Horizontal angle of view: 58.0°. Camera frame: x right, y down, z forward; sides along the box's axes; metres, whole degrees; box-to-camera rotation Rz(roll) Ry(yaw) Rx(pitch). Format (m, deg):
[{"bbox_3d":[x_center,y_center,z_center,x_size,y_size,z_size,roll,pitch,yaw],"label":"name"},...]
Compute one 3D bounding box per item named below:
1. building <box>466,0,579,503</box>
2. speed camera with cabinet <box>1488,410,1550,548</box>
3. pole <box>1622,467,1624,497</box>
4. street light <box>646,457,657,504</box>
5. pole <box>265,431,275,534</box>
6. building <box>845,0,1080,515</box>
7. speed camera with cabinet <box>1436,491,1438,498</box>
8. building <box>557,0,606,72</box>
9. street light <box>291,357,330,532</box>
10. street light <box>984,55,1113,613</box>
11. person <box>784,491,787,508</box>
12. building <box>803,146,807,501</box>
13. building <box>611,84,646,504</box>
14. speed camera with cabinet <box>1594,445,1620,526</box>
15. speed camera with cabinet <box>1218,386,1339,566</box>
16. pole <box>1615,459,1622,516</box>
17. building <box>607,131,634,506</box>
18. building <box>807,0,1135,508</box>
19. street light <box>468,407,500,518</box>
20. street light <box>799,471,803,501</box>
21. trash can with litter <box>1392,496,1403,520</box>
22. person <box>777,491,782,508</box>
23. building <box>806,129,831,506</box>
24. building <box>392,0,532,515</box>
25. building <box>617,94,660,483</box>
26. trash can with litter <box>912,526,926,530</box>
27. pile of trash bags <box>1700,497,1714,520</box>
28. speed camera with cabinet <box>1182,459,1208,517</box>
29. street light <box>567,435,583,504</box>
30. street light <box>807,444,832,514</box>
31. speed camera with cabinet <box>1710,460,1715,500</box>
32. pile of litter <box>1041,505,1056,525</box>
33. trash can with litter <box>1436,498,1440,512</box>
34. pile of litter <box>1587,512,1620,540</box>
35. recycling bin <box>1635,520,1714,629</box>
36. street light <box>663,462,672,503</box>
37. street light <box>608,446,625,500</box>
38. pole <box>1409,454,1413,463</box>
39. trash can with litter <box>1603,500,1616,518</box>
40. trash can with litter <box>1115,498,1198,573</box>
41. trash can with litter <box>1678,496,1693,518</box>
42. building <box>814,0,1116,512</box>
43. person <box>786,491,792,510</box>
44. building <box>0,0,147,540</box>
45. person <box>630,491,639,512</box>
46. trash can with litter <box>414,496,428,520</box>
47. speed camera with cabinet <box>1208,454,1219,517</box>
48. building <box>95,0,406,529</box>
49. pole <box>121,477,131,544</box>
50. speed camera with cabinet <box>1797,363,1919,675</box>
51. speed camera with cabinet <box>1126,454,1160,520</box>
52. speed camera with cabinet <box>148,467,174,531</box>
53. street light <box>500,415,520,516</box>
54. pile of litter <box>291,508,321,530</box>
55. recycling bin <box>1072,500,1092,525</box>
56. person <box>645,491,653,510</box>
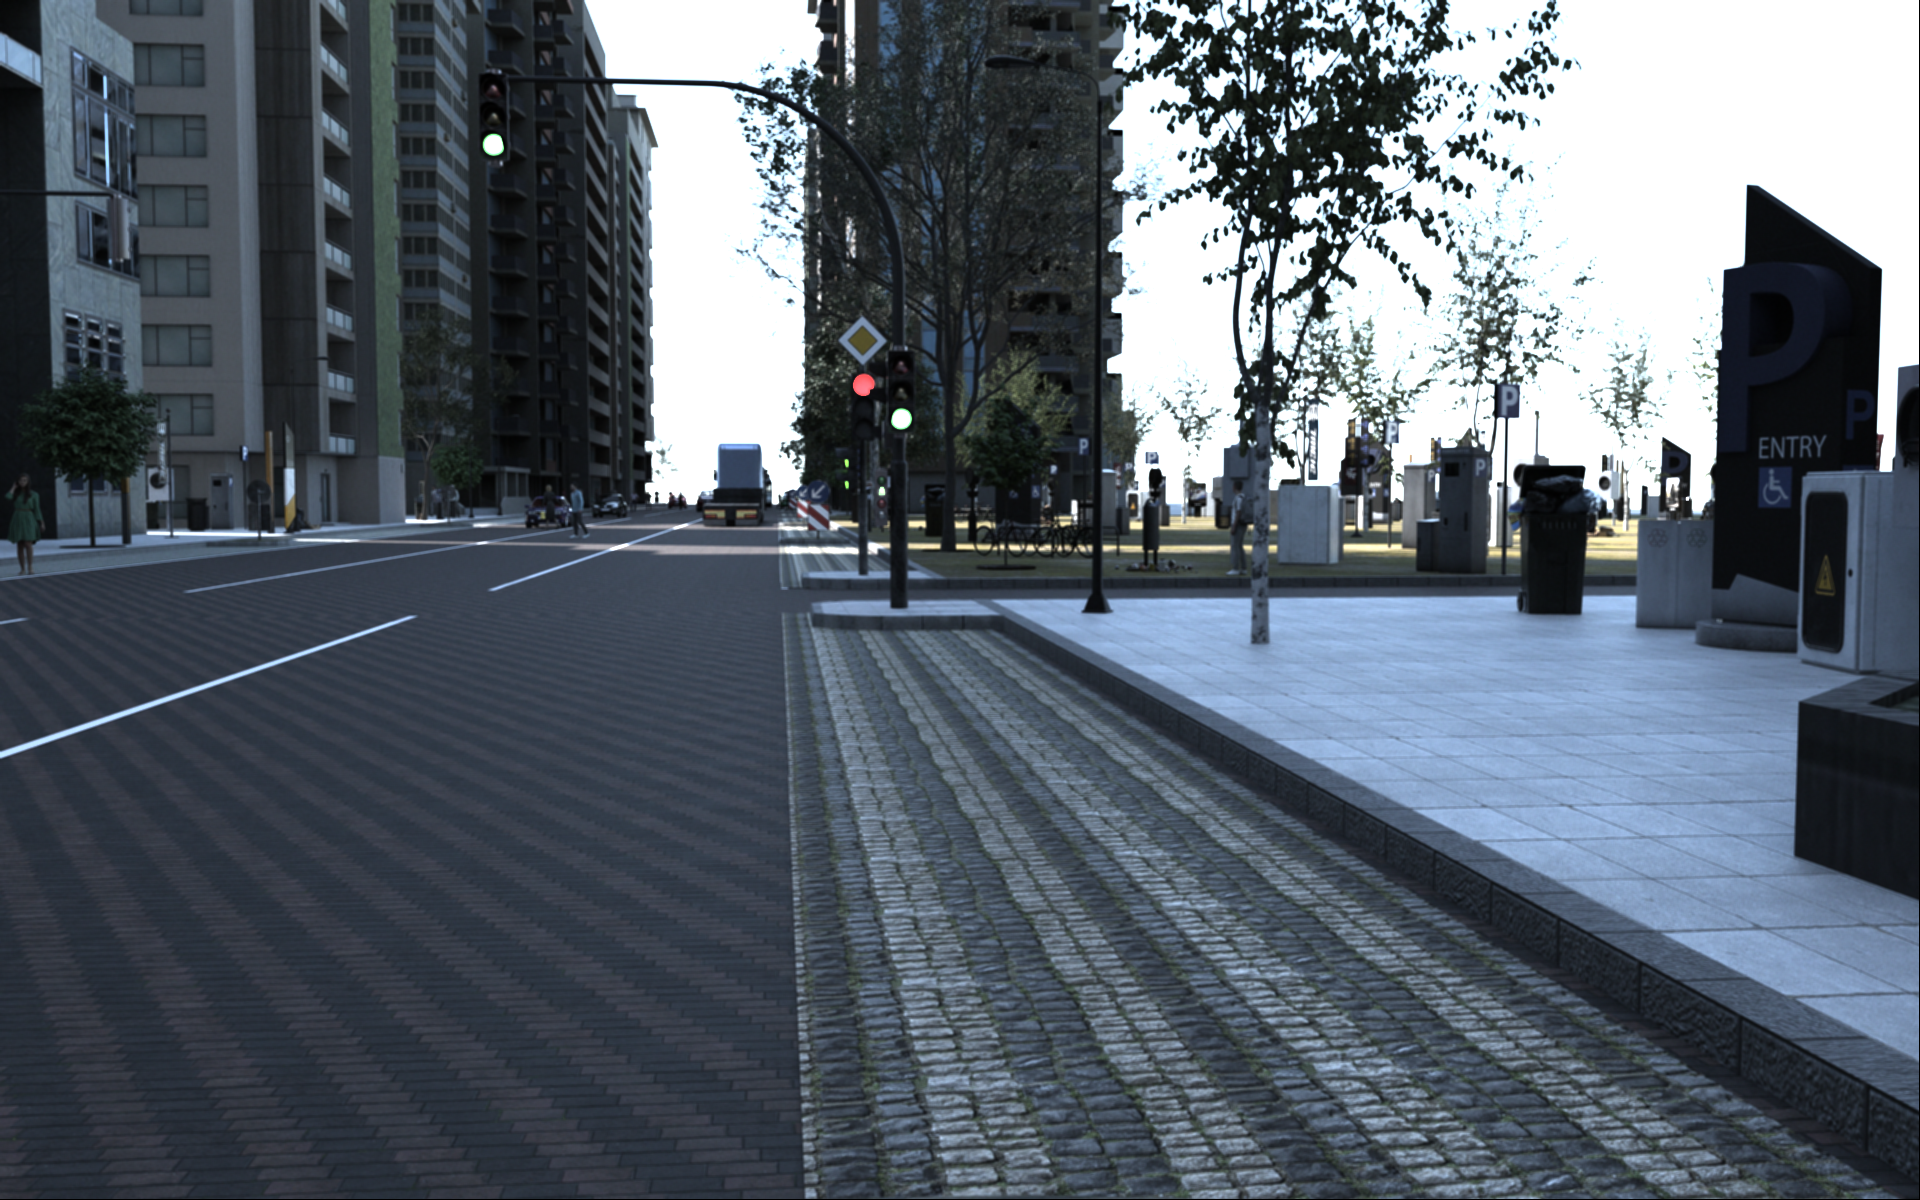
[{"bbox_3d":[-42.539,-29.522,137.304,22.147,44.769,28.867,0,4,-6],"label":"building"},{"bbox_3d":[13.053,-2.871,41.269,0.660,3.252,2.038,-2,4,-30],"label":"speed camera with cabinet"},{"bbox_3d":[40.579,-6.869,106.154,0.158,3.312,0.155,0,3,0],"label":"pole"},{"bbox_3d":[-38.853,-15.019,218.103,1.470,5.913,1.316,0,4,-6],"label":"street light"},{"bbox_3d":[-22.369,-3.810,56.142,0.158,3.312,0.155,0,3,0],"label":"pole"},{"bbox_3d":[-0.334,-28.386,114.223,14.600,45.320,14.200,0,4,-6],"label":"building"},{"bbox_3d":[27.830,-6.628,102.709,2.038,3.252,0.660,-3,4,-36],"label":"speed camera with cabinet"},{"bbox_3d":[-44.734,-32.941,162.284,21.300,48.544,21.600,0,4,-6],"label":"building"},{"bbox_3d":[-21.977,-5.262,58.575,1.470,5.913,1.316,0,4,-6],"label":"street light"},{"bbox_3d":[0.952,-2.815,18.572,1.470,5.913,1.316,0,4,-6],"label":"street light"},{"bbox_3d":[-17.626,-10.162,175.372,1.217,1.743,0.721,-1,4,-12],"label":"person"},{"bbox_3d":[-9.873,-37.035,229.230,21.300,48.544,21.600,0,4,-6],"label":"building"},{"bbox_3d":[-49.353,-35.670,206.899,21.300,48.544,21.600,0,4,-6],"label":"building"},{"bbox_3d":[25.741,-4.643,70.241,0.660,3.252,2.038,-2,4,-30],"label":"speed camera with cabinet"},{"bbox_3d":[5.852,-2.279,31.604,2.038,3.252,0.660,2,4,29],"label":"speed camera with cabinet"},{"bbox_3d":[38.355,-6.560,101.094,0.158,3.312,0.155,0,3,0],"label":"pole"},{"bbox_3d":[-43.627,-30.962,189.817,14.154,41.232,14.086,0,4,-6],"label":"building"},{"bbox_3d":[0.215,-35.168,164.230,28.713,52.752,27.495,0,4,-6],"label":"building"},{"bbox_3d":[-25.474,-7.312,92.092,1.470,5.913,1.316,0,4,-6],"label":"street light"},{"bbox_3d":[-12.515,-10.553,145.089,1.470,5.913,1.316,0,4,-6],"label":"street light"},{"bbox_3d":[22.208,-4.618,86.886,1.055,1.170,0.624,0,4,4],"label":"trash can with litter"},{"bbox_3d":[-18.104,-10.056,173.829,0.530,1.710,0.541,-2,4,-24],"label":"person"},{"bbox_3d":[-10.380,-31.421,197.333,14.154,41.232,14.086,0,4,-6],"label":"building"},{"bbox_3d":[-44.790,-25.579,110.096,32.217,40.220,23.993,0,4,-6],"label":"building"},{"bbox_3d":[-55.190,-39.274,231.363,28.713,52.752,27.495,0,4,-6],"label":"building"},{"bbox_3d":[-1.013,-3.120,62.071,1.678,1.210,2.233,3,5,42],"label":"trash can with litter"},{"bbox_3d":[37.698,-4.634,85.518,1.912,1.369,3.447,1,4,18],"label":"pile of trash bags"},{"bbox_3d":[13.525,-6.305,97.428,2.038,3.252,0.660,2,4,35],"label":"speed camera with cabinet"},{"bbox_3d":[-30.136,-9.966,135.487,1.470,5.913,1.316,0,4,-6],"label":"street light"},{"bbox_3d":[-8.961,-8.500,111.522,1.470,5.913,1.316,0,4,-6],"label":"street light"},{"bbox_3d":[42.247,-6.233,96.250,0.660,3.252,2.038,1,4,8],"label":"speed camera with cabinet"},{"bbox_3d":[3.360,-3.538,71.817,1.176,0.858,1.719,-1,4,-9],"label":"pile of litter"},{"bbox_3d":[12.977,-2.210,47.522,0.624,1.170,1.055,3,5,41],"label":"trash can with litter"},{"bbox_3d":[19.146,-2.330,52.053,1.719,0.858,1.176,-1,4,-18],"label":"pile of litter"},{"bbox_3d":[6.945,-0.258,16.778,0.722,1.027,0.722,1,4,21],"label":"recycling bin"},{"bbox_3d":[-42.363,-17.030,250.984,1.470,5.913,1.316,0,4,-6],"label":"street light"},{"bbox_3d":[-33.632,-11.981,168.426,1.470,5.913,1.316,0,4,-6],"label":"street light"},{"bbox_3d":[22.740,-5.724,87.437,0.158,3.312,0.155,0,3,0],"label":"pole"},{"bbox_3d":[35.327,-5.090,94.602,1.055,1.170,0.624,3,5,42],"label":"trash can with litter"},{"bbox_3d":[3.455,-1.116,29.305,1.678,1.210,2.233,2,4,24],"label":"trash can with litter"},{"bbox_3d":[28.722,-3.455,67.546,2.233,1.210,1.678,1,4,18],"label":"trash can with litter"},{"bbox_3d":[-0.154,-29.434,135.871,22.147,44.769,28.867,0,4,-6],"label":"building"},{"bbox_3d":[-14.865,-8.610,150.191,0.530,1.710,0.541,-3,5,-40],"label":"person"},{"bbox_3d":[-33.631,-44.284,36.720,22.319,86.520,31.000,0,4,-6],"label":"building"},{"bbox_3d":[-26.247,-7.952,139.449,0.756,1.711,0.436,1,4,12],"label":"person"},{"bbox_3d":[-26.337,-4.494,84.859,0.624,1.170,1.055,-2,4,-34],"label":"trash can with litter"},{"bbox_3d":[13.552,-5.603,85.947,2.038,3.252,0.660,2,4,27],"label":"speed camera with cabinet"},{"bbox_3d":[-31.154,-23.573,69.017,14.154,41.232,14.086,0,4,-6],"label":"building"},{"bbox_3d":[-21.285,-3.077,44.150,0.158,3.312,0.155,0,3,0],"label":"pole"},{"bbox_3d":[6.615,-1.087,12.106,0.660,3.252,2.038,0,4,2],"label":"speed camera with cabinet"},{"bbox_3d":[9.257,-5.635,86.475,2.038,3.252,0.660,3,5,45],"label":"speed camera with cabinet"},{"bbox_3d":[-27.964,-3.958,59.048,2.038,3.252,0.660,0,4,-7],"label":"speed camera with cabinet"},{"bbox_3d":[-26.599,-7.918,102.005,1.470,5.913,1.316,0,4,-6],"label":"street light"},{"bbox_3d":[-23.814,-2.994,62.910,1.176,0.858,1.719,-1,4,-17],"label":"pile of litter"},{"bbox_3d":[5.093,-3.597,71.361,0.722,1.027,0.722,-3,5,-40],"label":"recycling bin"},{"bbox_3d":[-28.210,-9.061,157.180,0.617,1.759,0.750,0,4,4],"label":"person"}]
